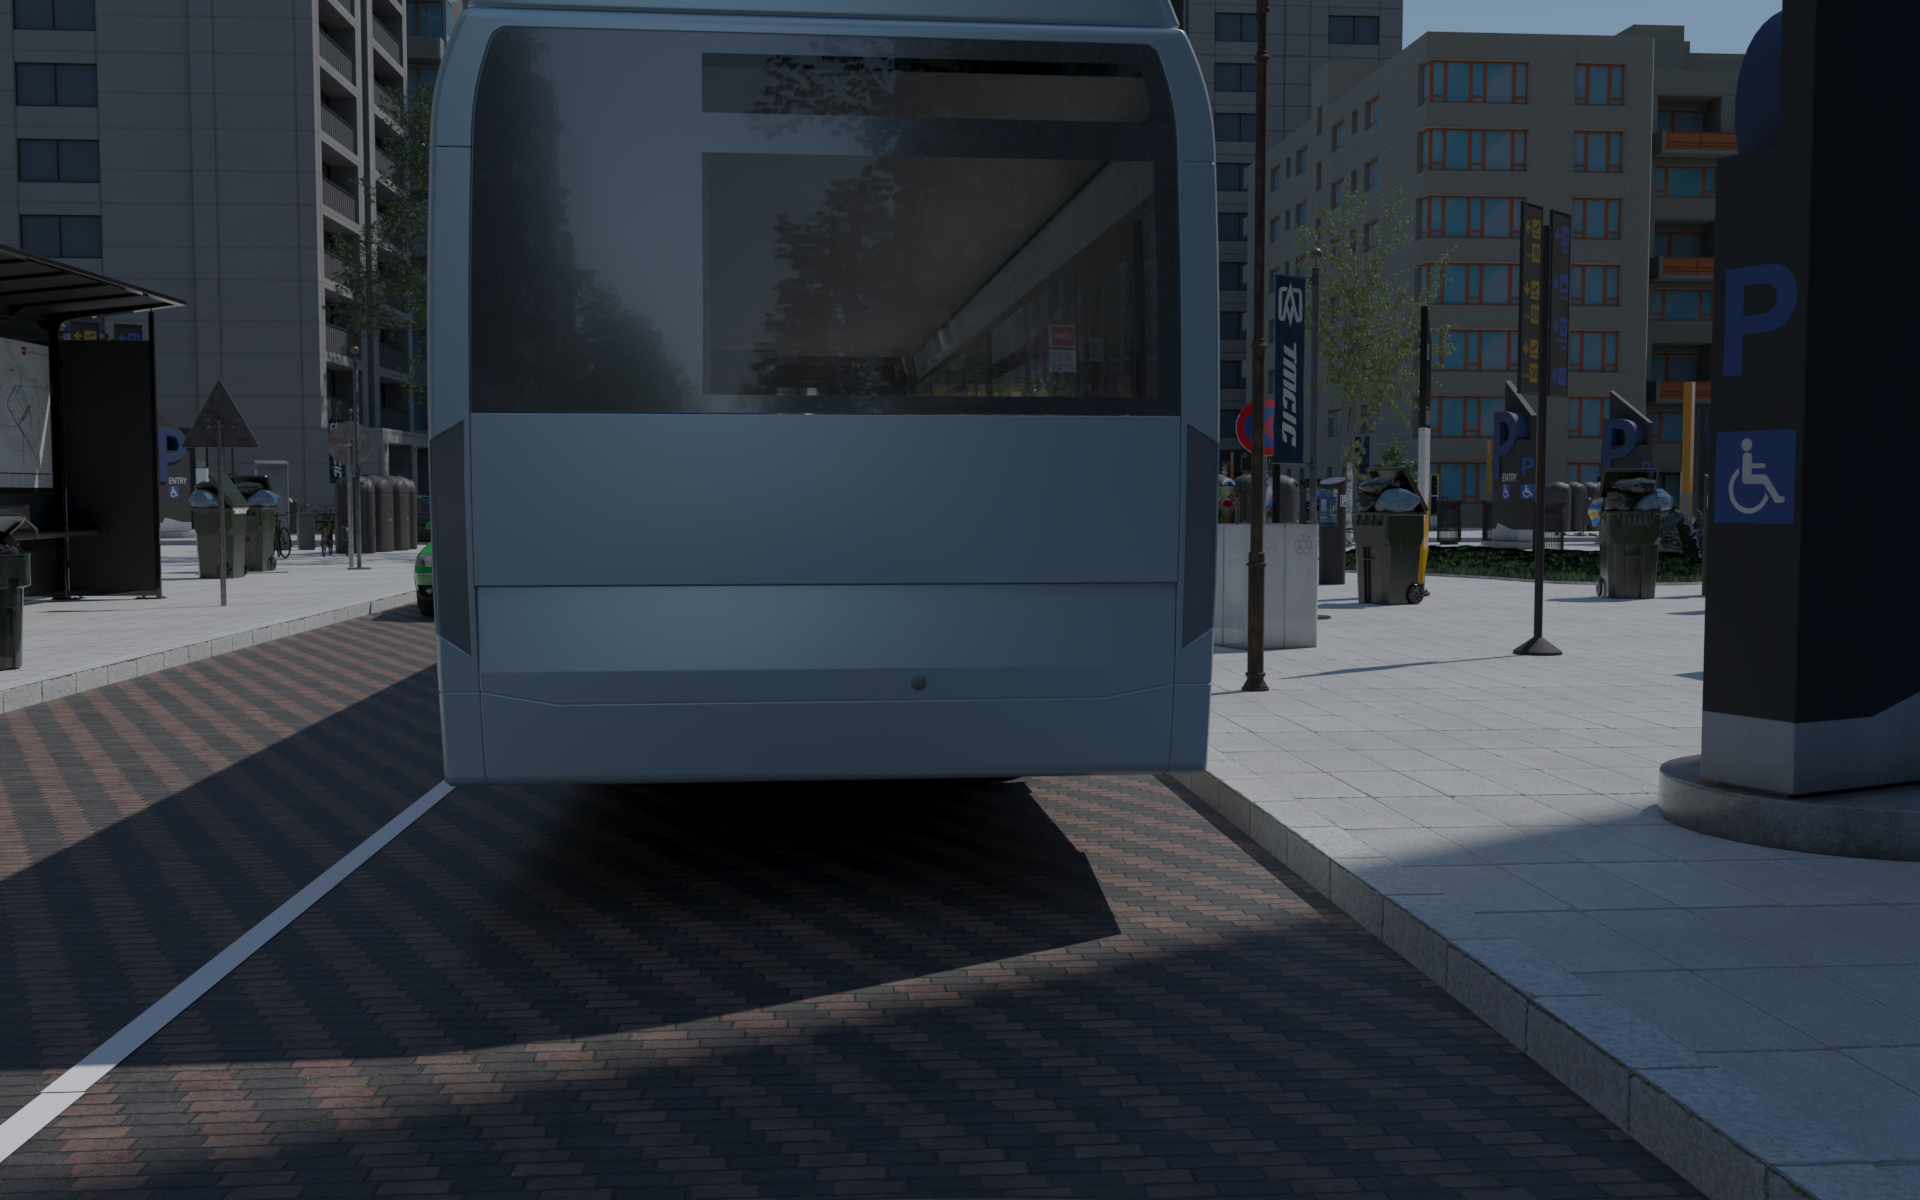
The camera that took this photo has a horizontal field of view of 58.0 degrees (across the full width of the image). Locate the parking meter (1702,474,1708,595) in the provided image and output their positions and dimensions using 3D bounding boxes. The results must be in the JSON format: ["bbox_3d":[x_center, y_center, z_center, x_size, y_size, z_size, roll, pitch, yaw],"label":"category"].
[{"bbox_3d":[9.599,-0.825,21.900,0.372,1.533,0.369,0,3,0],"label":"parking meter"}]

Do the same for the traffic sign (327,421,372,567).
[{"bbox_3d":[-10.706,-1.852,30.392,0.768,2.556,0.104,0,4,-4],"label":"traffic sign"}]

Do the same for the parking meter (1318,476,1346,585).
[{"bbox_3d":[5.288,-0.990,24.592,0.372,1.533,0.369,0,3,0],"label":"parking meter"}]

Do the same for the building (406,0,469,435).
[{"bbox_3d":[-48.389,-33.978,175.155,30.456,49.044,23.786,0,4,-5],"label":"building"}]

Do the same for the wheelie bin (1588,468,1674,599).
[{"bbox_3d":[8.283,-0.823,21.360,0.980,1.594,0.693,0,4,8],"label":"wheelie bin"}]

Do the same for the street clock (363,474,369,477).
[{"bbox_3d":[-21.825,-3.616,63.696,0.358,2.002,0.471,-1,4,-18],"label":"street clock"}]

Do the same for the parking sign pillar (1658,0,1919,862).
[{"bbox_3d":[3.493,-1.110,6.616,1.447,3.967,1.447,-2,4,-27],"label":"parking sign pillar"}]

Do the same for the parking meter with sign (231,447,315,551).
[{"bbox_3d":[-15.600,-2.632,39.299,1.738,3.016,0.543,-2,4,-30],"label":"parking meter with sign"}]

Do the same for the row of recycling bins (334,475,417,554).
[{"bbox_3d":[-13.040,-1.943,38.881,1.069,1.692,3.534,0,4,1],"label":"row of recycling bins"}]

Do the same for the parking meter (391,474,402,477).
[{"bbox_3d":[-16.688,-2.797,51.442,0.255,1.863,0.399,1,4,14],"label":"parking meter"}]

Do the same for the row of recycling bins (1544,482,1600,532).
[{"bbox_3d":[21.310,-3.207,59.551,3.534,1.692,1.069,-3,5,-41],"label":"row of recycling bins"}]

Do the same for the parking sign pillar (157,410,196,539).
[{"bbox_3d":[-23.053,-3.787,50.396,1.447,3.967,1.447,1,4,20],"label":"parking sign pillar"}]

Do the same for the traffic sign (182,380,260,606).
[{"bbox_3d":[-8.431,-1.208,19.758,0.884,2.594,0.081,0,4,0],"label":"traffic sign"}]

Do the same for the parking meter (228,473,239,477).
[{"bbox_3d":[-20.536,-2.654,49.108,0.255,1.863,0.399,0,4,-5],"label":"parking meter"}]

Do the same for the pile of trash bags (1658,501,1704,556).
[{"bbox_3d":[12.970,-1.159,28.698,1.912,1.369,3.447,-1,4,-16],"label":"pile of trash bags"}]

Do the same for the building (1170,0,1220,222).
[{"bbox_3d":[13.450,-40.754,104.579,20.563,71.187,20.611,0,4,-5],"label":"building"}]

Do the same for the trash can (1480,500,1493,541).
[{"bbox_3d":[13.300,-1.921,43.062,0.748,1.137,0.748,0,3,0],"label":"trash can"}]

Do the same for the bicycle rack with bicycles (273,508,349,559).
[{"bbox_3d":[-13.706,-1.357,35.564,2.852,0.926,2.925,-1,4,-21],"label":"bicycle rack with bicycles"}]

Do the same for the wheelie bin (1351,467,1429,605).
[{"bbox_3d":[5.011,-0.754,20.230,0.693,1.594,0.980,-2,4,-28],"label":"wheelie bin"}]

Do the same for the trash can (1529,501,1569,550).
[{"bbox_3d":[11.798,-1.411,34.725,0.748,1.137,0.748,0,3,0],"label":"trash can"}]

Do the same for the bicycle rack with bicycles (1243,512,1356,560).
[{"bbox_3d":[6.381,-1.203,33.058,2.925,0.926,2.852,0,4,7],"label":"bicycle rack with bicycles"}]

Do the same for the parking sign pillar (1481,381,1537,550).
[{"bbox_3d":[12.982,-3.186,40.558,1.447,3.967,1.447,-1,4,-10],"label":"parking sign pillar"}]

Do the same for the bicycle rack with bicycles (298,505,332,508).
[{"bbox_3d":[-22.134,-2.791,59.012,2.852,0.926,2.925,-3,5,-43],"label":"bicycle rack with bicycles"}]

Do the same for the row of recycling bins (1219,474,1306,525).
[{"bbox_3d":[5.706,-1.783,36.269,3.534,1.692,1.069,-3,4,-37],"label":"row of recycling bins"}]

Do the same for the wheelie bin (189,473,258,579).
[{"bbox_3d":[-11.304,-1.132,26.410,0.693,1.594,0.980,0,4,0],"label":"wheelie bin"}]

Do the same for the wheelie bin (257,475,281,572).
[{"bbox_3d":[-11.770,-1.276,28.776,0.980,1.594,0.693,0,4,0],"label":"wheelie bin"}]

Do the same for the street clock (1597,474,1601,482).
[{"bbox_3d":[23.574,-3.611,63.614,0.358,2.002,0.471,3,5,43],"label":"street clock"}]

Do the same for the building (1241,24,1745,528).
[{"bbox_3d":[30.658,-14.370,79.994,28.899,21.520,27.650,0,4,-5],"label":"building"}]

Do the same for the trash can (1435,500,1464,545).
[{"bbox_3d":[12.442,-1.981,44.039,0.748,1.137,0.748,0,3,0],"label":"trash can"}]

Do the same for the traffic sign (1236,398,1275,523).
[{"bbox_3d":[4.045,-1.405,23.074,0.768,2.556,0.104,0,4,2],"label":"traffic sign"}]

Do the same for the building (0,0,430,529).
[{"bbox_3d":[-32.366,-38.729,71.472,20.563,71.187,20.611,0,4,-5],"label":"building"}]

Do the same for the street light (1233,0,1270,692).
[{"bbox_3d":[1.930,-2.346,11.144,0.468,5.910,1.993,0,4,-5],"label":"street light"}]
